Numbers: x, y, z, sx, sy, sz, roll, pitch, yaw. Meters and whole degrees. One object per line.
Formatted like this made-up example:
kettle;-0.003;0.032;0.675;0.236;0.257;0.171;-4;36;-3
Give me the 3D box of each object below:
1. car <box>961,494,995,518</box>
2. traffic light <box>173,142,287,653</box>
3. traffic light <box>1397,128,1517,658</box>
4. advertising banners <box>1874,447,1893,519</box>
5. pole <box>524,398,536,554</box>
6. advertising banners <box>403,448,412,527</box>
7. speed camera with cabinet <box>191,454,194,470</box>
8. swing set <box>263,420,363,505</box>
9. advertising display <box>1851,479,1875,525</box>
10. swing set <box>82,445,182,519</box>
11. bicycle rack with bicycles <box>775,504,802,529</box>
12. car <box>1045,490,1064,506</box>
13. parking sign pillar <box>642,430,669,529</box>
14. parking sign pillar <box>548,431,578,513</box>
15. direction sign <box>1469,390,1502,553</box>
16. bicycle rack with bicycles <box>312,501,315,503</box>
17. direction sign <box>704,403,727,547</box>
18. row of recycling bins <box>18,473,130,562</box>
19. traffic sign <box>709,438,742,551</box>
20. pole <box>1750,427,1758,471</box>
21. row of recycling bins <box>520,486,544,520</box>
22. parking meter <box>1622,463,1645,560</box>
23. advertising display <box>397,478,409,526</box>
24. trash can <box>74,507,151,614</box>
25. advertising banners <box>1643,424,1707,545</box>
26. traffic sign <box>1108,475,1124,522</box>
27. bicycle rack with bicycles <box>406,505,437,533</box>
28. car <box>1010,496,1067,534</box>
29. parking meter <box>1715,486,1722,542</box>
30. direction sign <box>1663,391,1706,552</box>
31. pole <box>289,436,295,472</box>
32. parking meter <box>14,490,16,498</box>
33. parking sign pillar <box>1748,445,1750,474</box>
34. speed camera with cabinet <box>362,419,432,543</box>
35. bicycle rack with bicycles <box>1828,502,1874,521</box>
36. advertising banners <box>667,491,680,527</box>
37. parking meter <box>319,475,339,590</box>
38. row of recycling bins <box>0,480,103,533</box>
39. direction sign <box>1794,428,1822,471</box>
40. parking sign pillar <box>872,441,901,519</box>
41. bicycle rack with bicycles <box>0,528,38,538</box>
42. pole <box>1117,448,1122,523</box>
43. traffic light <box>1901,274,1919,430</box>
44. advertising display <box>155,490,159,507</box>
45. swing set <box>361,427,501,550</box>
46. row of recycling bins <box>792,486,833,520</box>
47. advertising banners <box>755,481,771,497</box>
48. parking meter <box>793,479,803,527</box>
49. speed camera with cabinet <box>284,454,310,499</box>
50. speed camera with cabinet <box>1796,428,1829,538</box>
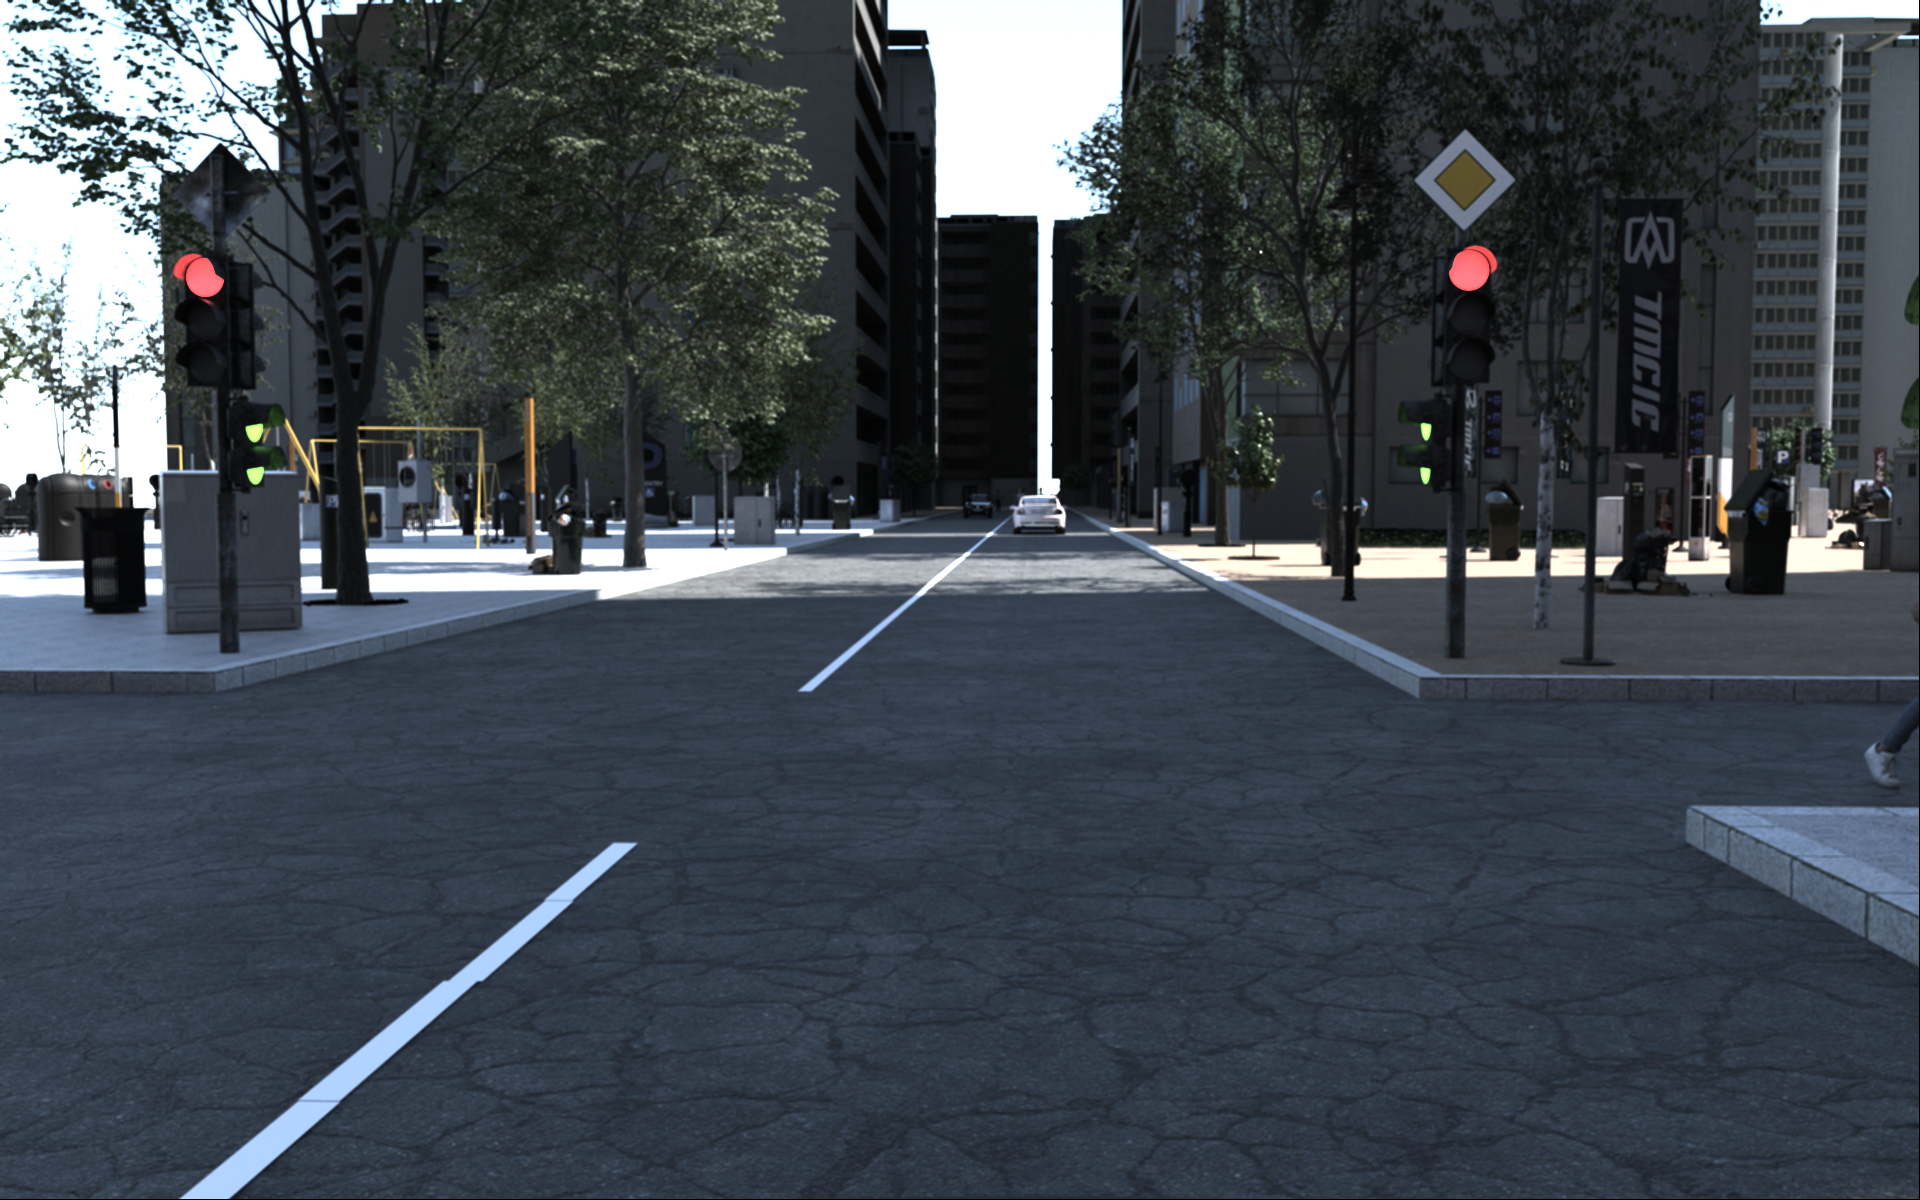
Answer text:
car;1.090;-5.758;103.936;2.009;1.686;4.222;0;4;1
traffic light;-5.891;-1.527;13.889;0.839;4.253;0.868;0;4;3
traffic light;3.861;-1.501;13.470;0.839;4.253;0.868;0;4;3
advertising banners;34.545;-4.131;63.724;0.090;3.025;2.074;-2;4;-28
pole;-9.154;-2.631;36.867;0.158;3.312;0.155;0;3;0
advertising banners;-20.847;-4.196;64.788;0.090;3.025;2.074;0;4;6
speed camera with cabinet;-36.970;-5.562;85.282;2.038;3.252;0.660;-1;4;-12
swing set;-13.339;-2.220;33.910;2.862;2.851;3.119;-1;4;-21
advertising display;37.979;-4.137;72.850;0.974;1.923;0.123;0;4;-7
swing set;-26.566;-3.533;55.378;3.119;2.851;2.862;-2;4;-23
bicycle rack with bicycles;-7.176;-3.160;65.043;2.852;0.926;2.925;-1;4;-10
car;7.534;-8.235;143.686;2.155;1.783;4.494;0;4;4
parking sign pillar;-11.677;-4.678;64.962;1.447;3.967;1.447;-1;4;-17
parking sign pillar;-17.098;-5.264;74.534;1.447;3.967;1.447;2;4;32
direction sign;11.416;-2.817;38.047;0.876;3.537;0.379;1;4;19
bicycle rack with bicycles;-32.489;-4.617;88.876;2.925;0.926;2.852;-3;5;-41
direction sign;-5.949;-3.075;42.266;0.379;3.537;0.876;-3;5;-45
row of recycling bins;-17.489;-1.678;34.546;1.069;1.692;3.534;-1;4;-9
traffic sign;-5.278;-2.377;38.964;0.768;2.556;0.104;0;4;6
pole;24.212;-3.612;52.891;0.158;3.312;0.155;0;3;0
row of recycling bins;-21.431;-4.854;86.470;1.069;1.692;3.534;0;4;7
parking meter;12.690;-1.647;32.635;0.255;1.863;0.399;0;4;-1
advertising display;-22.287;-3.919;69.287;0.123;1.923;0.974;0;4;2
trash can;-9.147;-0.433;18.734;0.748;1.137;0.748;0;3;0
advertising banners;17.847;-2.917;43.880;0.090;3.025;2.074;-3;5;-45
traffic sign;7.333;-4.942;80.803;0.884;2.594;0.081;1;4;11
bicycle rack with bicycles;-18.664;-2.733;58.069;2.852;0.926;2.925;0;4;5
car;2.856;-3.090;62.890;2.083;1.381;4.827;0;4;1
parking meter;20.400;-2.318;46.310;0.372;1.533;0.369;0;3;0
direction sign;15.981;-2.831;38.284;0.876;3.537;0.379;3;5;43
pole;-23.422;-4.095;60.800;0.158;3.312;0.155;0;3;0
parking meter;-47.181;-4.795;86.810;0.372;1.533;0.369;0;3;0
parking sign pillar;35.126;-5.454;77.646;1.447;3.967;1.447;0;4;-4
speed camera with cabinet;-14.902;-3.144;45.739;2.038;3.252;0.660;2;4;28
bicycle rack with bicycles;45.335;-4.442;86.005;2.925;0.926;2.852;0;4;0
advertising banners;-11.805;-4.343;67.200;2.074;3.025;0.090;1;4;21
parking meter;-8.446;-0.917;23.399;0.372;1.533;0.369;0;3;0
row of recycling bins;-32.883;-3.365;62.123;3.534;1.692;1.069;-1;4;-21
direction sign;29.124;-4.131;59.537;0.379;3.537;0.876;-3;5;-45
parking sign pillar;-3.773;-6.134;88.755;1.447;3.967;1.447;1;4;21
bicycle rack with bicycles;-28.481;-2.296;50.917;2.852;0.926;2.925;3;4;37
pole;7.108;-5.099;77.206;0.158;3.312;0.155;0;3;0
traffic light;3.504;-1.014;5.493;0.839;4.253;0.868;0;4;3
advertising display;-35.379;-4.407;77.261;0.974;1.923;0.123;-2;4;-29
swing set;-12.557;-2.633;40.672;3.119;2.851;2.862;-1;4;-10
row of recycling bins;-7.201;-4.915;87.476;3.534;1.692;1.069;3;5;44
advertising banners;-9.649;-5.450;85.299;0.090;3.025;2.074;1;4;16
parking meter;-6.372;-3.809;67.988;0.255;1.863;0.399;-2;4;-32
speed camera with cabinet;-32.946;-5.597;85.845;2.038;3.252;0.660;3;5;43
speed camera with cabinet;25.404;-3.502;51.601;0.660;3.252;2.038;1;4;17
